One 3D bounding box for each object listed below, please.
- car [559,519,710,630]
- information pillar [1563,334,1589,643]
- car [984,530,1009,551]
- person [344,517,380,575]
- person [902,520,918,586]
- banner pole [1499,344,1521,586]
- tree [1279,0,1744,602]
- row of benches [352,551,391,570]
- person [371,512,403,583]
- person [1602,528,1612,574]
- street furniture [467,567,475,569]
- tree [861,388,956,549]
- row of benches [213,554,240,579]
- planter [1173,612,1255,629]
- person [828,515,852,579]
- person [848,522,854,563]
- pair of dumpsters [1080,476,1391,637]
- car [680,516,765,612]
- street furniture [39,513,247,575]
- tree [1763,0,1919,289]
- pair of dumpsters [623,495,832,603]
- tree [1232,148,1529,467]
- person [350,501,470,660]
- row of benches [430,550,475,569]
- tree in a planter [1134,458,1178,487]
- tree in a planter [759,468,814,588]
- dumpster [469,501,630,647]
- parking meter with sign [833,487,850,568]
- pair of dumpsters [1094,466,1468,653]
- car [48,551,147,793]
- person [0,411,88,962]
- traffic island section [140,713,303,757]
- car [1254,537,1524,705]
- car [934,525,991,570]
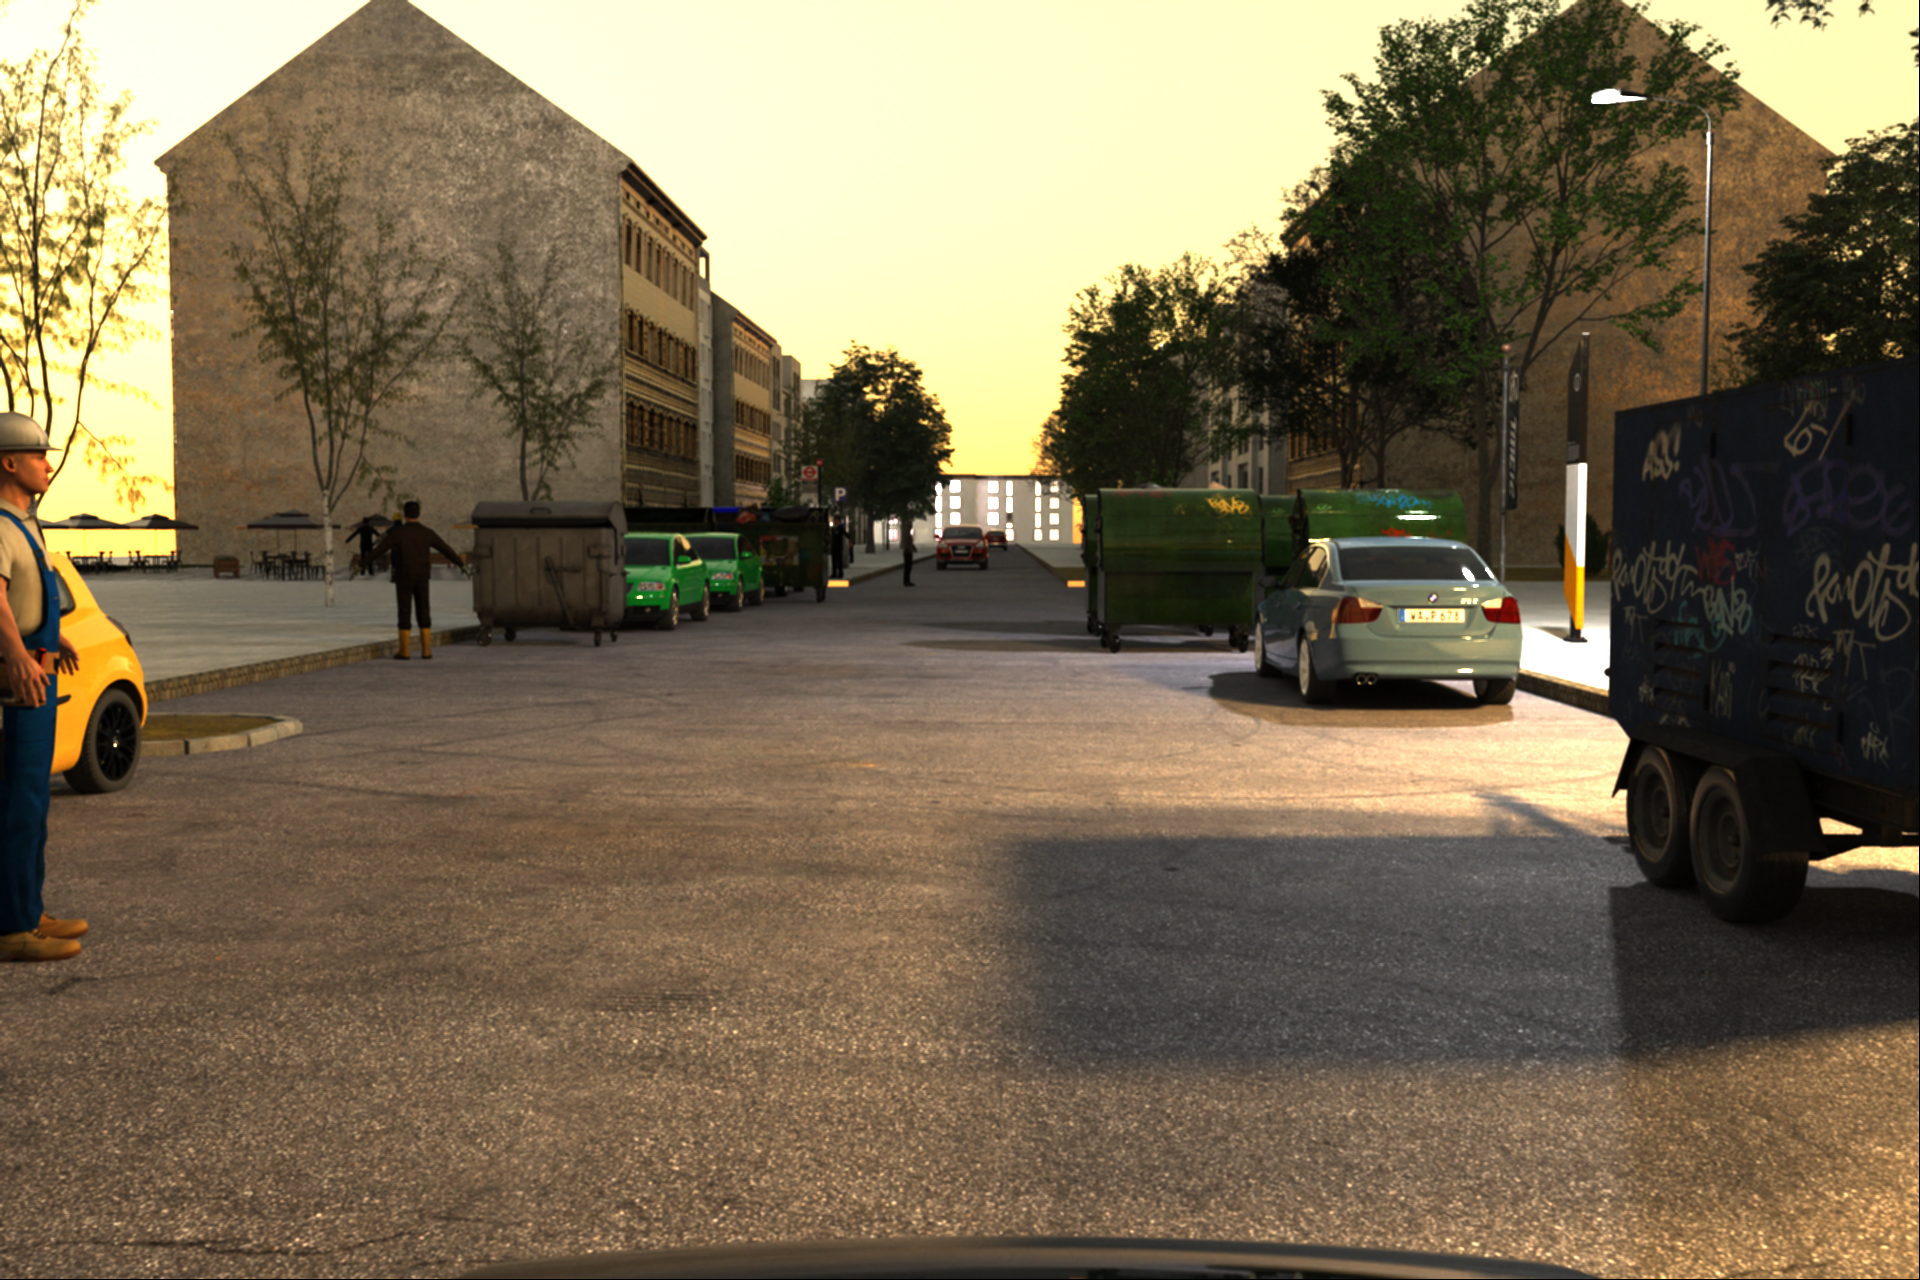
[{"bbox_3d":[-5.077,-1.123,27.156,1.959,1.807,4.718,0,4,1],"label":"car"},{"bbox_3d":[7.310,-1.785,20.541,0.183,3.616,0.504,0,4,2],"label":"information pillar"},{"bbox_3d":[3.074,-8.652,150.129,2.281,1.827,5.304,0,4,1],"label":"car"},{"bbox_3d":[-18.609,-2.943,54.300,1.347,1.806,0.705,-1,4,-17],"label":"person"},{"bbox_3d":[-1.400,-2.396,47.767,0.705,1.813,1.348,1,4,9],"label":"person"},{"bbox_3d":[7.171,-1.995,22.644,0.401,3.779,0.863,0,4,2],"label":"banner pole"},{"bbox_3d":[10.084,-6.529,32.506,9.928,11.665,9.643,0,3,0],"label":"tree"},{"bbox_3d":[-21.040,-2.934,63.425,1.422,0.672,4.104,0,4,6],"label":"row of benches"},{"bbox_3d":[-14.839,-2.444,45.733,1.351,1.858,0.704,-2,4,-28],"label":"person"},{"bbox_3d":[20.893,-2.964,55.261,1.217,1.733,0.721,3,4,39],"label":"person"},{"bbox_3d":[-12.524,-3.041,56.576,9.812,1.723,11.010,1,4,15],"label":"street furniture"},{"bbox_3d":[-5.042,-14.931,150.771,9.857,13.997,8.962,0,3,0],"label":"tree"},{"bbox_3d":[-21.855,-2.209,51.577,1.422,0.672,4.104,-2,4,-24],"label":"row of benches"},{"bbox_3d":[4.328,-0.368,27.163,1.991,0.319,1.994,0,4,2],"label":"planter"},{"bbox_3d":[-3.577,-2.695,50.004,1.347,1.837,0.705,3,4,38],"label":"person"},{"bbox_3d":[-4.826,-4.276,76.049,0.705,1.813,1.348,-1,4,-10],"label":"person"},{"bbox_3d":[3.930,-1.202,24.603,4.436,2.255,1.574,0,4,1],"label":"pair of dumpsters"},{"bbox_3d":[-4.872,-1.498,33.295,1.959,1.807,4.718,0,4,1],"label":"car"},{"bbox_3d":[-32.191,-2.914,52.666,14.083,1.986,27.439,0,4,-3],"label":"street furniture"},{"bbox_3d":[10.067,-4.766,12.332,8.767,10.594,7.601,0,4,-3],"label":"tree"},{"bbox_3d":[-4.962,-1.935,36.594,4.436,2.255,1.574,0,4,2],"label":"pair of dumpsters"},{"bbox_3d":[10.146,-6.601,42.334,7.601,10.594,8.767,1,4,13],"label":"tree"},{"bbox_3d":[-6.278,-0.689,19.852,1.346,1.812,0.704,-2,4,-29],"label":"person"},{"bbox_3d":[-18.381,-3.089,65.961,4.104,0.672,1.422,-3,5,-41],"label":"row of benches"},{"bbox_3d":[4.593,-2.656,40.652,1.991,3.239,1.994,0,4,2],"label":"tree in a planter"},{"bbox_3d":[-4.886,-3.024,46.668,1.991,3.239,1.994,0,4,2],"label":"tree in a planter"},{"bbox_3d":[-5.311,-0.873,22.493,1.865,1.857,1.264,0,4,1],"label":"dumpster"},{"bbox_3d":[-4.411,-4.200,64.938,0.543,3.016,1.738,0,4,1],"label":"parking meter with sign"},{"bbox_3d":[3.863,-1.001,21.311,4.436,2.255,1.574,0,4,0],"label":"pair of dumpsters"},{"bbox_3d":[-5.551,0.121,8.244,2.015,1.641,3.980,0,4,1],"label":"car"},{"bbox_3d":[-3.192,0.146,5.923,0.705,1.847,1.347,-1,4,-23],"label":"person"},{"bbox_3d":[-5.754,0.660,12.068,1.991,0.108,1.994,0,4,1],"label":"traffic island section"},{"bbox_3d":[3.807,-0.236,15.867,2.014,1.417,4.499,0,4,2],"label":"car"},{"bbox_3d":[0.120,-3.799,70.791,2.281,1.827,5.304,0,4,1],"label":"car"}]
